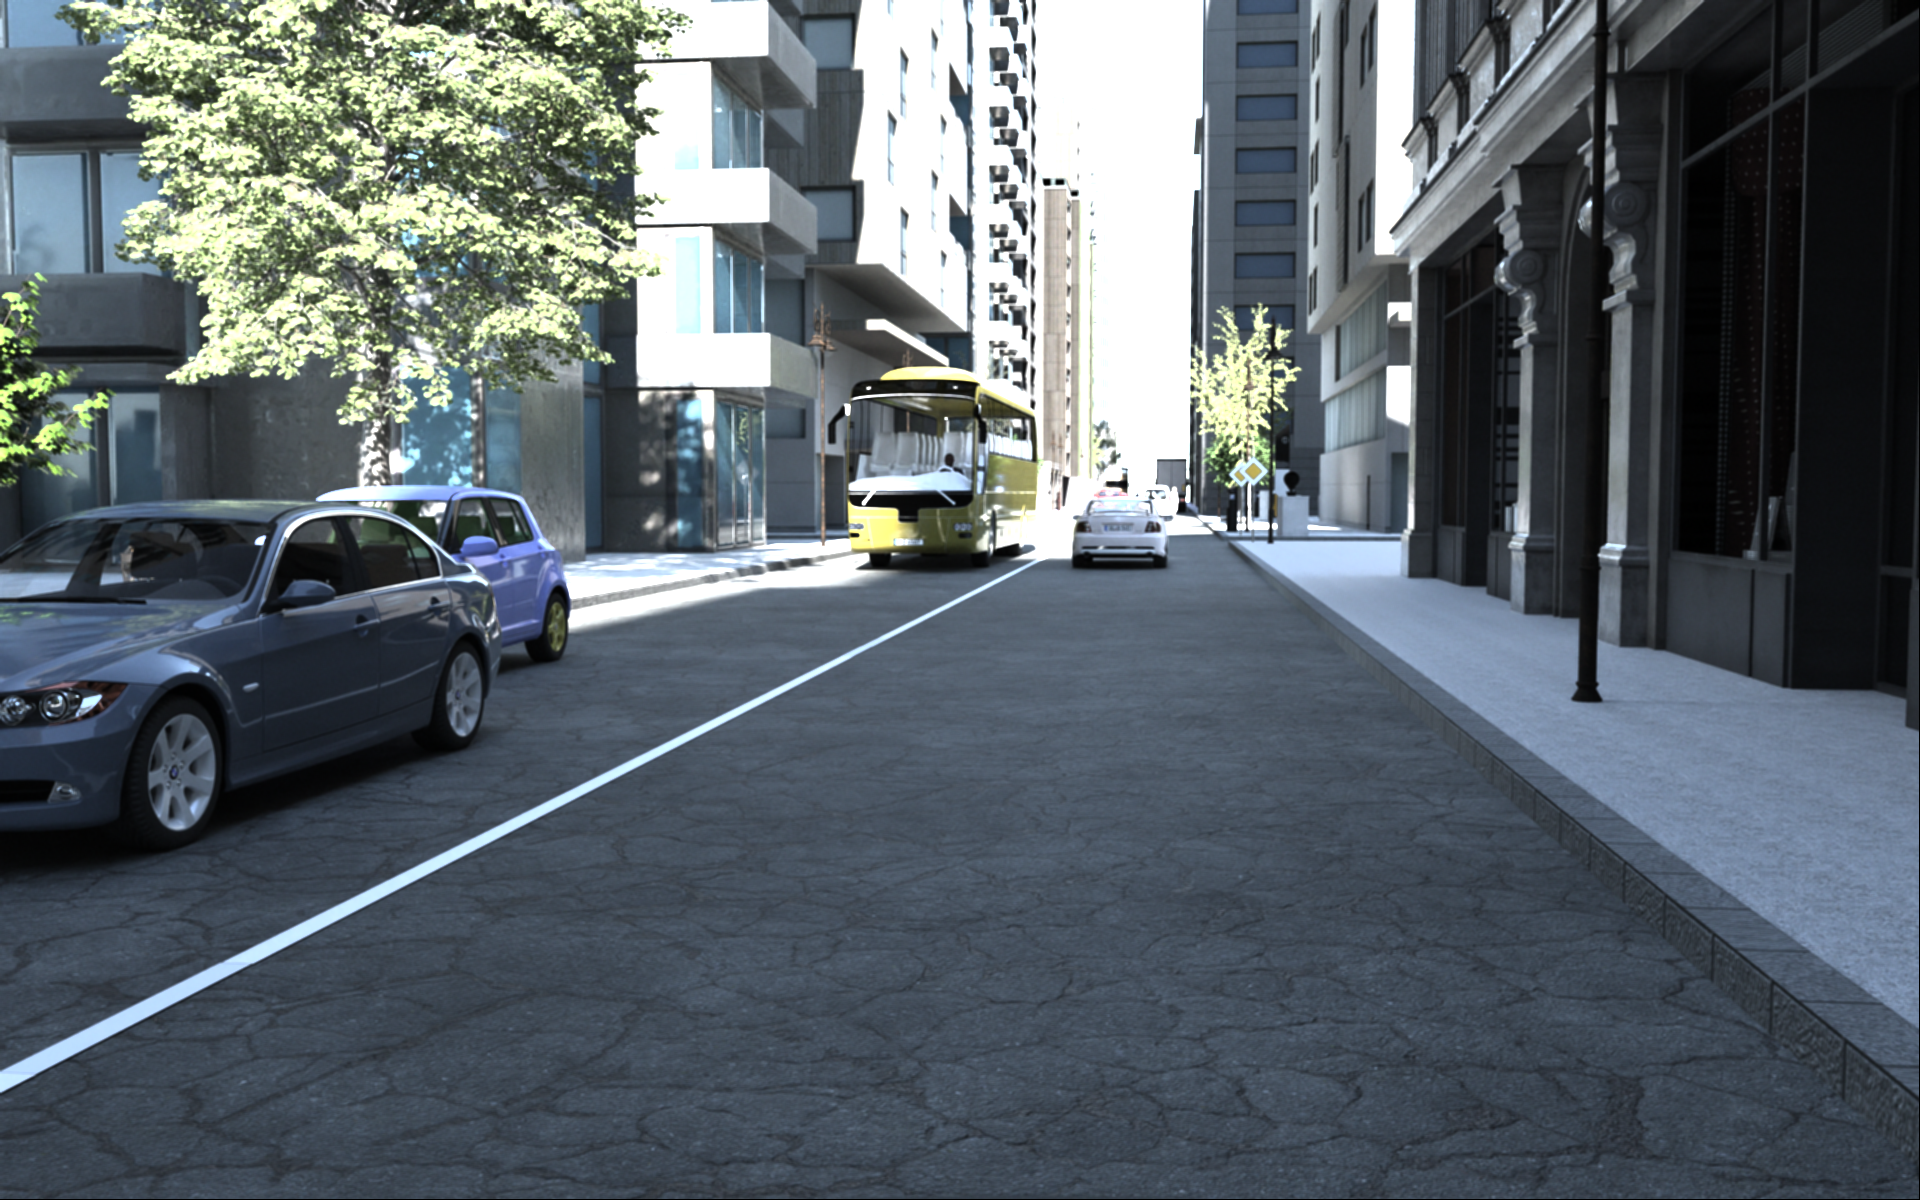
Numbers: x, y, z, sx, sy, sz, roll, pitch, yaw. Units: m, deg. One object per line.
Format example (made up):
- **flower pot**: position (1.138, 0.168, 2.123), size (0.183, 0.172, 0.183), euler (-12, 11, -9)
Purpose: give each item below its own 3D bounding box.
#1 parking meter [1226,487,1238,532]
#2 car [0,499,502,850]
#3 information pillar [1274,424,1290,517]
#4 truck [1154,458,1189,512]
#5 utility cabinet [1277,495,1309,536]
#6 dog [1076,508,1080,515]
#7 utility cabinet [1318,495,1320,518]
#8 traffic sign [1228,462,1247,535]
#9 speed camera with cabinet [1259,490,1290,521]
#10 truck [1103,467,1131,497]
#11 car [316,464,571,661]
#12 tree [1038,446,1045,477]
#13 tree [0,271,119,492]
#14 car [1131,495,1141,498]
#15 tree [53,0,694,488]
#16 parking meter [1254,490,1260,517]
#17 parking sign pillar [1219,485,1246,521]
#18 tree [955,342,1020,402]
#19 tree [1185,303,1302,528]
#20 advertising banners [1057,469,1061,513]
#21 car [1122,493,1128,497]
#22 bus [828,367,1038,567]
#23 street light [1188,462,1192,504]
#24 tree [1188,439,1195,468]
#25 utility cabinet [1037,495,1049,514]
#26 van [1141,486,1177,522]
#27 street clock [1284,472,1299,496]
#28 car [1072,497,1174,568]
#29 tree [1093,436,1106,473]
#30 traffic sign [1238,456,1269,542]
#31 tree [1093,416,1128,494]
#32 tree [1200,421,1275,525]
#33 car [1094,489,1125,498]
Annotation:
- **parking meter**: position (9.266, -3.093, 58.979), size (0.372, 1.533, 0.369), euler (0, 3, 0)
- **car**: position (-3.795, 0.209, 8.578), size (2.014, 1.417, 4.499), euler (0, 4, 8)
- **information pillar**: position (10.709, -4.046, 57.506), size (0.504, 3.616, 0.183), euler (1, 4, 9)
- **truck**: position (17.116, -9.253, 140.198), size (2.839, 4.237, 11.283), euler (0, 4, 7)
- **utility cabinet**: position (10.215, -2.570, 53.186), size (1.020, 1.237, 0.306), euler (-2, 4, -26)
- **dog**: position (8.053, -6.049, 118.185), size (0.406, 0.507, 0.540), euler (-2, 4, -28)
- **utility cabinet**: position (19.731, -4.997, 92.869), size (1.020, 1.237, 0.306), euler (0, 4, 3)
- **traffic sign**: position (8.756, -3.078, 53.968), size (0.795, 2.450, 0.064), euler (0, 4, 7)
- **speed camera with cabinet**: position (15.182, -5.424, 83.024), size (2.038, 3.252, 0.660), euler (-3, 5, -44)
- **truck**: position (16.680, -11.925, 183.889), size (2.839, 4.237, 11.283), euler (0, 4, 5)
- **car**: position (-4.424, -0.249, 13.669), size (1.945, 1.707, 3.694), euler (0, 4, 7)
- **tree**: position (2.989, -6.746, 94.012), size (4.285, 4.588, 4.351), euler (0, 3, 0)
- **tree**: position (-7.184, -1.120, 12.917), size (1.663, 3.219, 1.824), euler (0, 3, 0)
- **car**: position (28.614, -16.546, 283.114), size (1.945, 1.354, 3.894), euler (1, 4, 9)
- **tree**: position (-6.795, -6.265, 20.561), size (7.486, 12.596, 7.792), euler (0, 3, 0)
- **parking meter**: position (16.416, -5.345, 95.795), size (0.372, 1.533, 0.369), euler (0, 3, 0)
- **parking sign pillar**: position (12.978, -5.699, 81.644), size (1.447, 3.967, 1.447), euler (1, 4, 18)
- **tree**: position (0.909, -8.231, 84.935), size (4.360, 8.622, 3.978), euler (0, 3, 0)
- **tree**: position (10.792, -7.076, 66.062), size (4.737, 8.622, 4.395), euler (0, 3, 0)
- **advertising banners**: position (6.927, -7.630, 120.940), size (0.090, 3.025, 2.074), euler (1, 4, 9)
- **car**: position (13.270, -8.287, 144.525), size (2.155, 1.783, 4.494), euler (1, 4, 8)
- **bus**: position (-0.137, -2.795, 37.242), size (2.896, 3.916, 12.252), euler (0, 4, 8)
- **street light**: position (27.484, -14.144, 204.036), size (0.468, 5.910, 1.993), euler (0, 4, 7)
- **tree**: position (29.632, -16.012, 212.154), size (4.360, 8.622, 3.978), euler (0, 3, 0)
- **utility cabinet**: position (5.113, -6.043, 109.965), size (1.020, 1.237, 0.306), euler (2, 4, 25)
- **van**: position (10.157, -5.043, 89.457), size (2.013, 2.044, 4.112), euler (1, 4, 8)
- **street clock**: position (10.744, -3.156, 56.165), size (0.471, 2.002, 0.358), euler (0, 4, 0)
- **car**: position (3.279, -1.390, 35.083), size (2.083, 1.381, 4.827), euler (0, 4, 7)
- **tree**: position (14.308, -15.015, 195.863), size (4.737, 8.622, 4.395), euler (0, 3, 0)
- **traffic sign**: position (7.794, -2.593, 46.041), size (0.795, 2.450, 0.064), euler (0, 4, 7)
- **tree**: position (16.768, -16.675, 207.053), size (7.601, 10.594, 8.767), euler (-2, 4, -29)
- **tree**: position (11.874, -5.493, 73.522), size (4.285, 4.588, 4.351), euler (0, 3, 0)
- **car**: position (10.966, -7.224, 126.777), size (2.281, 1.827, 5.304), euler (0, 4, 7)
